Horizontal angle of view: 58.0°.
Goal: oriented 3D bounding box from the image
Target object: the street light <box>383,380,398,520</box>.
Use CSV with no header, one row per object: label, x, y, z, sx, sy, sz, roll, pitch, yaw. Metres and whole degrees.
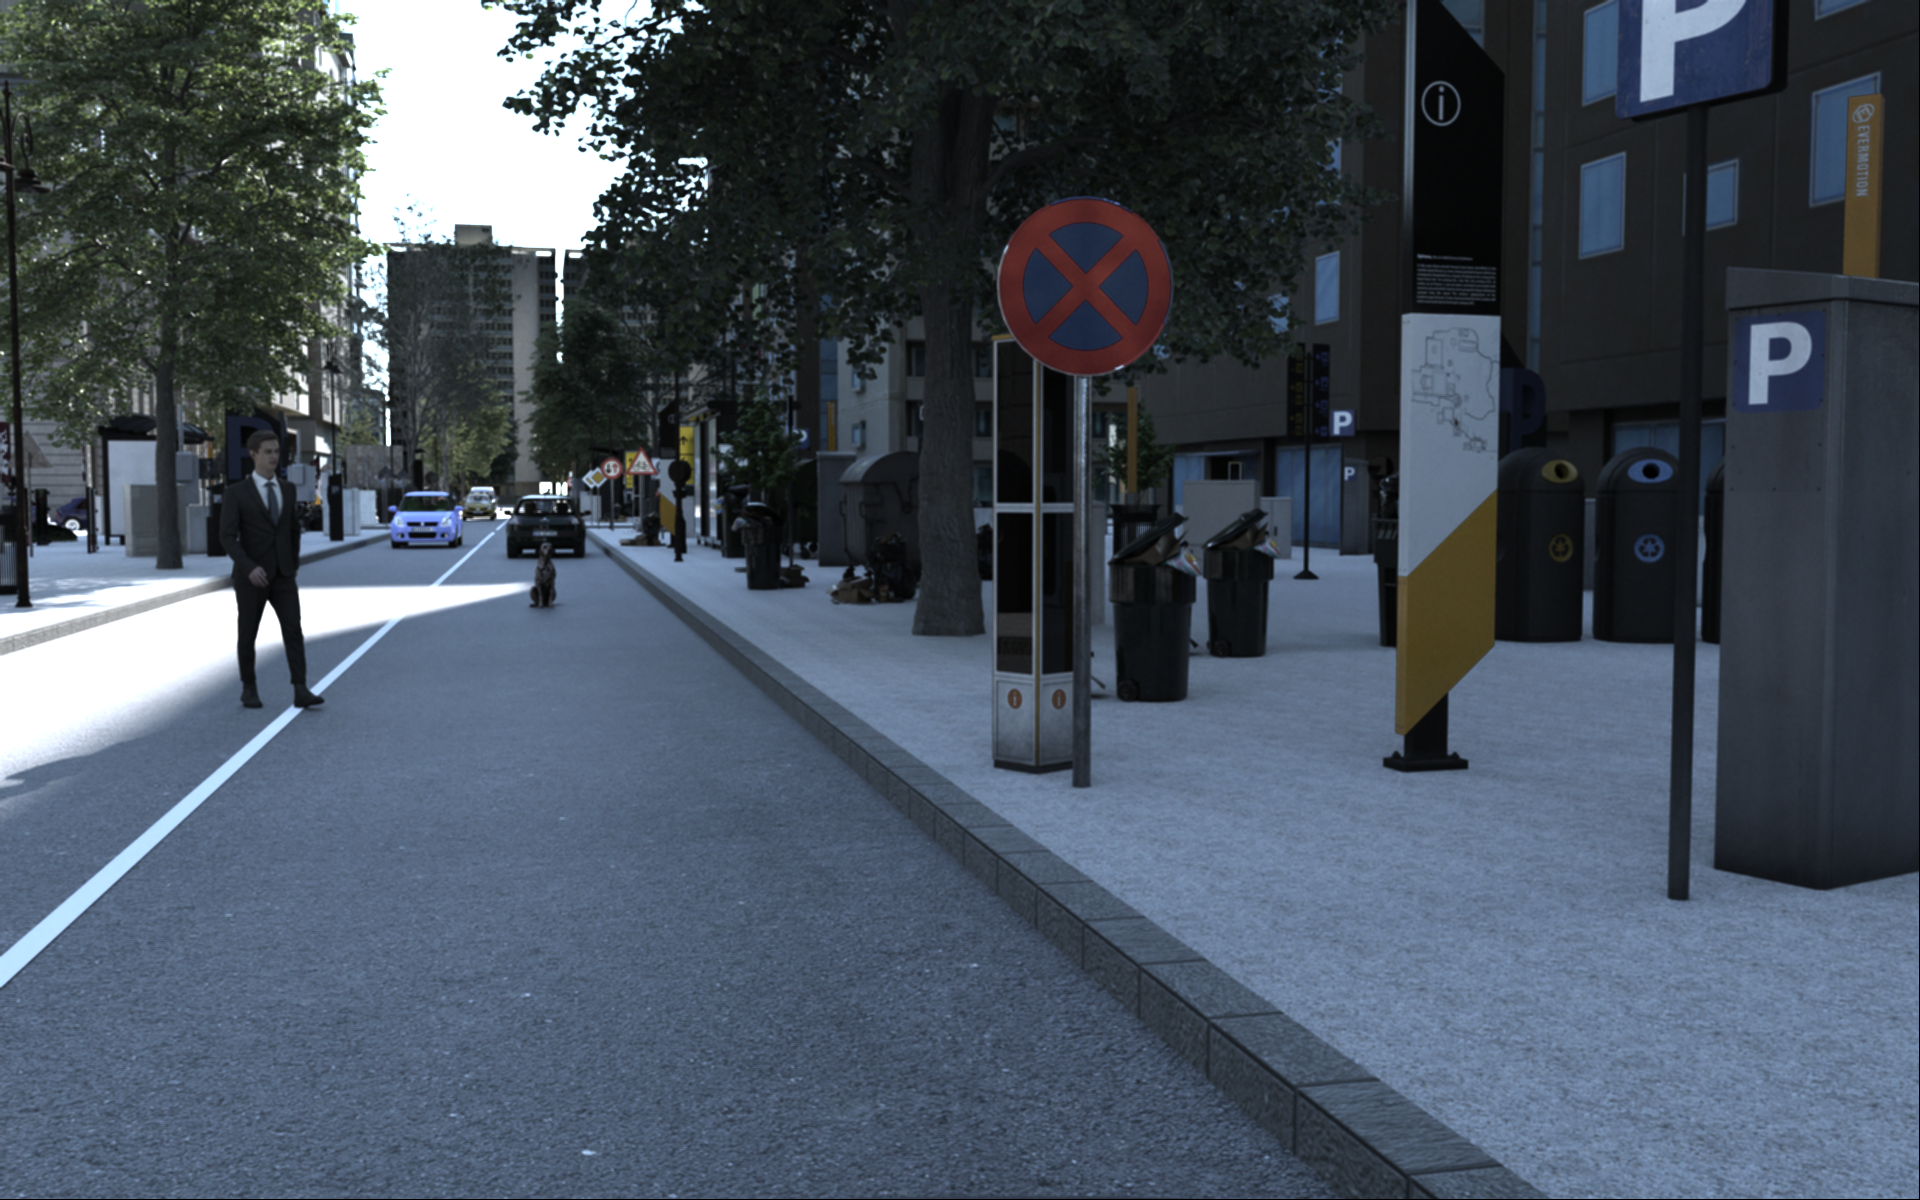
street light,-22.983,-5.948,70.039,0.468,5.910,1.993,-1,4,-14

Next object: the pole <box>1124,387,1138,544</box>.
pole,3.295,-2.404,33.153,0.158,3.312,0.155,0,3,0

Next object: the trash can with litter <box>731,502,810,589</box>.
trash can with litter,-2.561,-0.746,23.580,0.624,1.170,1.055,2,4,33

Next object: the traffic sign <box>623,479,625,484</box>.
traffic sign,-22.903,-7.014,116.801,0.606,2.300,0.079,0,4,-5

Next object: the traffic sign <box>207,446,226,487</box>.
traffic sign,-19.924,-2.871,46.938,0.884,2.594,0.081,0,4,-8

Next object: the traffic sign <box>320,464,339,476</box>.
traffic sign,-26.325,-4.418,72.335,0.768,2.556,0.104,-1,4,-11

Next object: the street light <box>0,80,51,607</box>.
street light,-10.643,-2.858,19.515,0.468,5.910,1.993,-1,4,-14

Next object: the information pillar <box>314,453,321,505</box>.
information pillar,-36.906,-6.614,99.497,0.183,3.616,0.504,1,4,12

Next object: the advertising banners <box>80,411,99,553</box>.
advertising banners,-18.884,-2.529,37.541,0.090,3.025,2.074,-1,4,-20

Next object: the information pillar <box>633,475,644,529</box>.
information pillar,-11.678,-3.572,62.900,0.304,2.012,0.304,1,4,17

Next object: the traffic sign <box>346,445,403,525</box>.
traffic sign,-24.347,-4.784,72.091,2.265,3.308,0.079,-1,4,-9

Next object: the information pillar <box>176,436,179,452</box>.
information pillar,-25.030,-3.896,55.060,0.183,3.616,0.504,2,4,29

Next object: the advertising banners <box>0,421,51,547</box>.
advertising banners,-22.986,-2.834,42.516,0.090,3.025,2.074,0,4,3

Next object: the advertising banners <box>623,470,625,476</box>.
advertising banners,-24.581,-7.883,125.075,0.090,3.025,2.074,-3,4,-36

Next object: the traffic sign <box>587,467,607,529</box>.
traffic sign,-13.256,-3.658,63.456,0.795,2.450,0.064,-1,4,-14

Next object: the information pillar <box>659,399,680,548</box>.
information pillar,-6.892,-3.051,41.244,0.504,3.616,0.183,0,4,4

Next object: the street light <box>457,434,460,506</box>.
street light,-38.001,-9.690,131.226,0.468,5.910,1.993,-1,4,-14

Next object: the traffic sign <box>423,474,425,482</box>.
traffic sign,-31.356,-6.128,100.291,0.768,2.556,0.104,-1,4,-12

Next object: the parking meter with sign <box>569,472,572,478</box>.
parking meter with sign,-29.475,-8.450,134.412,0.543,3.016,1.738,2,4,35

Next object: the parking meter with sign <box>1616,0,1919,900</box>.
parking meter with sign,2.982,-0.586,5.834,1.738,3.016,0.543,-2,4,-32

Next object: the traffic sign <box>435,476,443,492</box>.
traffic sign,-36.945,-7.496,122.667,0.768,2.556,0.104,0,4,-7

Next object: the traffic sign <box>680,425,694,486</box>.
traffic sign,-7.276,-3.501,51.109,2.265,3.308,0.079,0,4,-7

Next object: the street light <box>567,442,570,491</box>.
street light,-32.492,-10.468,143.946,0.468,5.910,1.993,-1,4,-14

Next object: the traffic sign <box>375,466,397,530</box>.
traffic sign,-20.445,-3.553,61.729,0.795,2.450,0.064,-1,4,-14

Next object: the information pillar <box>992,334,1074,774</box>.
information pillar,0.358,-0.218,8.058,0.304,2.012,0.304,-3,5,-43

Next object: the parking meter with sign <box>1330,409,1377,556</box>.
parking meter with sign,8.362,-2.465,36.564,0.543,3.016,1.738,2,4,33

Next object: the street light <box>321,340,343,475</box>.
street light,-18.038,-4.714,49.870,0.468,5.910,1.993,-1,4,-14

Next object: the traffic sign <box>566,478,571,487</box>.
traffic sign,-29.319,-7.994,130.808,0.768,2.556,0.104,0,4,-4

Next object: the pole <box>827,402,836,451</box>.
pole,-2.836,-2.722,38.340,0.158,3.312,0.155,0,3,0

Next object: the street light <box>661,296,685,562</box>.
street light,-5.359,-3.671,32.814,0.468,5.910,1.993,-1,4,-14

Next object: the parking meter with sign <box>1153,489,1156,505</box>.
parking meter with sign,6.967,-3.880,59.700,0.543,3.016,1.738,2,4,23

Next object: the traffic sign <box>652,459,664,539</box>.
traffic sign,-8.460,-2.881,49.230,0.606,2.300,0.079,-1,4,-12

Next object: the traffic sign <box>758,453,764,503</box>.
traffic sign,-3.619,-1.947,31.939,0.768,2.556,0.104,0,4,-5

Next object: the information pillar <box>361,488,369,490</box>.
information pillar,-25.267,-4.228,73.615,0.304,2.012,0.304,-1,4,-22

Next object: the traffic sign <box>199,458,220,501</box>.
traffic sign,-21.370,-2.886,49.319,0.606,2.300,0.079,-1,4,-11

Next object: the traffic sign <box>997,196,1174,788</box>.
traffic sign,0.534,-0.454,7.522,0.768,2.556,0.104,0,4,-6

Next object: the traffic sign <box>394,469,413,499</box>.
traffic sign,-22.339,-4.027,69.487,0.795,2.450,0.064,-1,4,-14

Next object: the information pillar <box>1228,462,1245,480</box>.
information pillar,6.336,-2.154,39.702,0.304,2.012,0.304,2,4,26

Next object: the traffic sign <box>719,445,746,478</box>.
traffic sign,-4.658,-2.052,35.675,0.606,2.300,0.079,0,4,-4

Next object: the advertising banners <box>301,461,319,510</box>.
advertising banners,-34.525,-5.794,90.914,0.090,3.025,2.074,3,4,38

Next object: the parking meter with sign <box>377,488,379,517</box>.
parking meter with sign,-32.917,-6.056,95.274,1.738,3.016,0.543,-1,4,-15

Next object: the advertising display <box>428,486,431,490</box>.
advertising display,-40.149,-7.704,131.166,0.123,1.923,0.974,-1,4,-21

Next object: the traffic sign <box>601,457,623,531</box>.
traffic sign,-12.097,-3.678,60.245,0.768,2.556,0.104,0,4,-7

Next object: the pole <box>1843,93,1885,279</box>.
pole,4.655,-0.927,8.993,0.158,3.312,0.155,0,3,0

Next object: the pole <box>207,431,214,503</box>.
pole,-24.399,-3.827,56.414,0.158,3.312,0.155,0,3,0

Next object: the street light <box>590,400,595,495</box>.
street light,-17.583,-6.722,82.692,0.468,5.910,1.993,-1,4,-14

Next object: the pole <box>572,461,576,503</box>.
pole,-23.724,-6.886,106.425,0.158,3.312,0.155,0,3,0

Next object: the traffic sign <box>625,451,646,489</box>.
traffic sign,-14.779,-5.416,82.427,2.265,3.308,0.079,-1,4,-9

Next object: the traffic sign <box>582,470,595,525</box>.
traffic sign,-15.151,-4.133,71.214,0.795,2.450,0.064,-1,4,-14

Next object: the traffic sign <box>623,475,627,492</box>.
traffic sign,-22.652,-7.179,117.480,0.768,2.556,0.104,0,4,-5

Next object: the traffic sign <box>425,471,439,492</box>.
traffic sign,-28.990,-5.814,95.164,0.768,2.556,0.104,-1,4,-8

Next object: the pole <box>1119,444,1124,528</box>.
pole,6.091,-4.356,65.059,0.158,3.312,0.155,0,3,0

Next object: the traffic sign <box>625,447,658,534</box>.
traffic sign,-8.724,-2.905,47.505,0.884,2.594,0.081,0,4,-4

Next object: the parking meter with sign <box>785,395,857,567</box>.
parking meter with sign,-2.172,-2.107,30.711,1.738,3.016,0.543,0,4,-7

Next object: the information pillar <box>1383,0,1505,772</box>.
information pillar,2.259,-1.020,8.026,0.504,3.616,0.183,-1,4,-16

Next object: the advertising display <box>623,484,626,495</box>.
advertising display,-22.357,-6.612,113.321,0.974,1.923,0.123,-1,4,-19

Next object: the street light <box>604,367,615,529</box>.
street light,-12.748,-5.528,63.171,0.468,5.910,1.993,-1,4,-14

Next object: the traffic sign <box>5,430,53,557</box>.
traffic sign,-18.939,-2.156,35.249,0.884,2.594,0.081,-1,4,-10

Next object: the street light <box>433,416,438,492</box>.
street light,-30.495,-7.836,100.898,0.468,5.910,1.993,-1,4,-14

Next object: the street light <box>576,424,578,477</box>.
street light,-25.123,-8.611,113.585,0.468,5.910,1.993,-1,4,-14
